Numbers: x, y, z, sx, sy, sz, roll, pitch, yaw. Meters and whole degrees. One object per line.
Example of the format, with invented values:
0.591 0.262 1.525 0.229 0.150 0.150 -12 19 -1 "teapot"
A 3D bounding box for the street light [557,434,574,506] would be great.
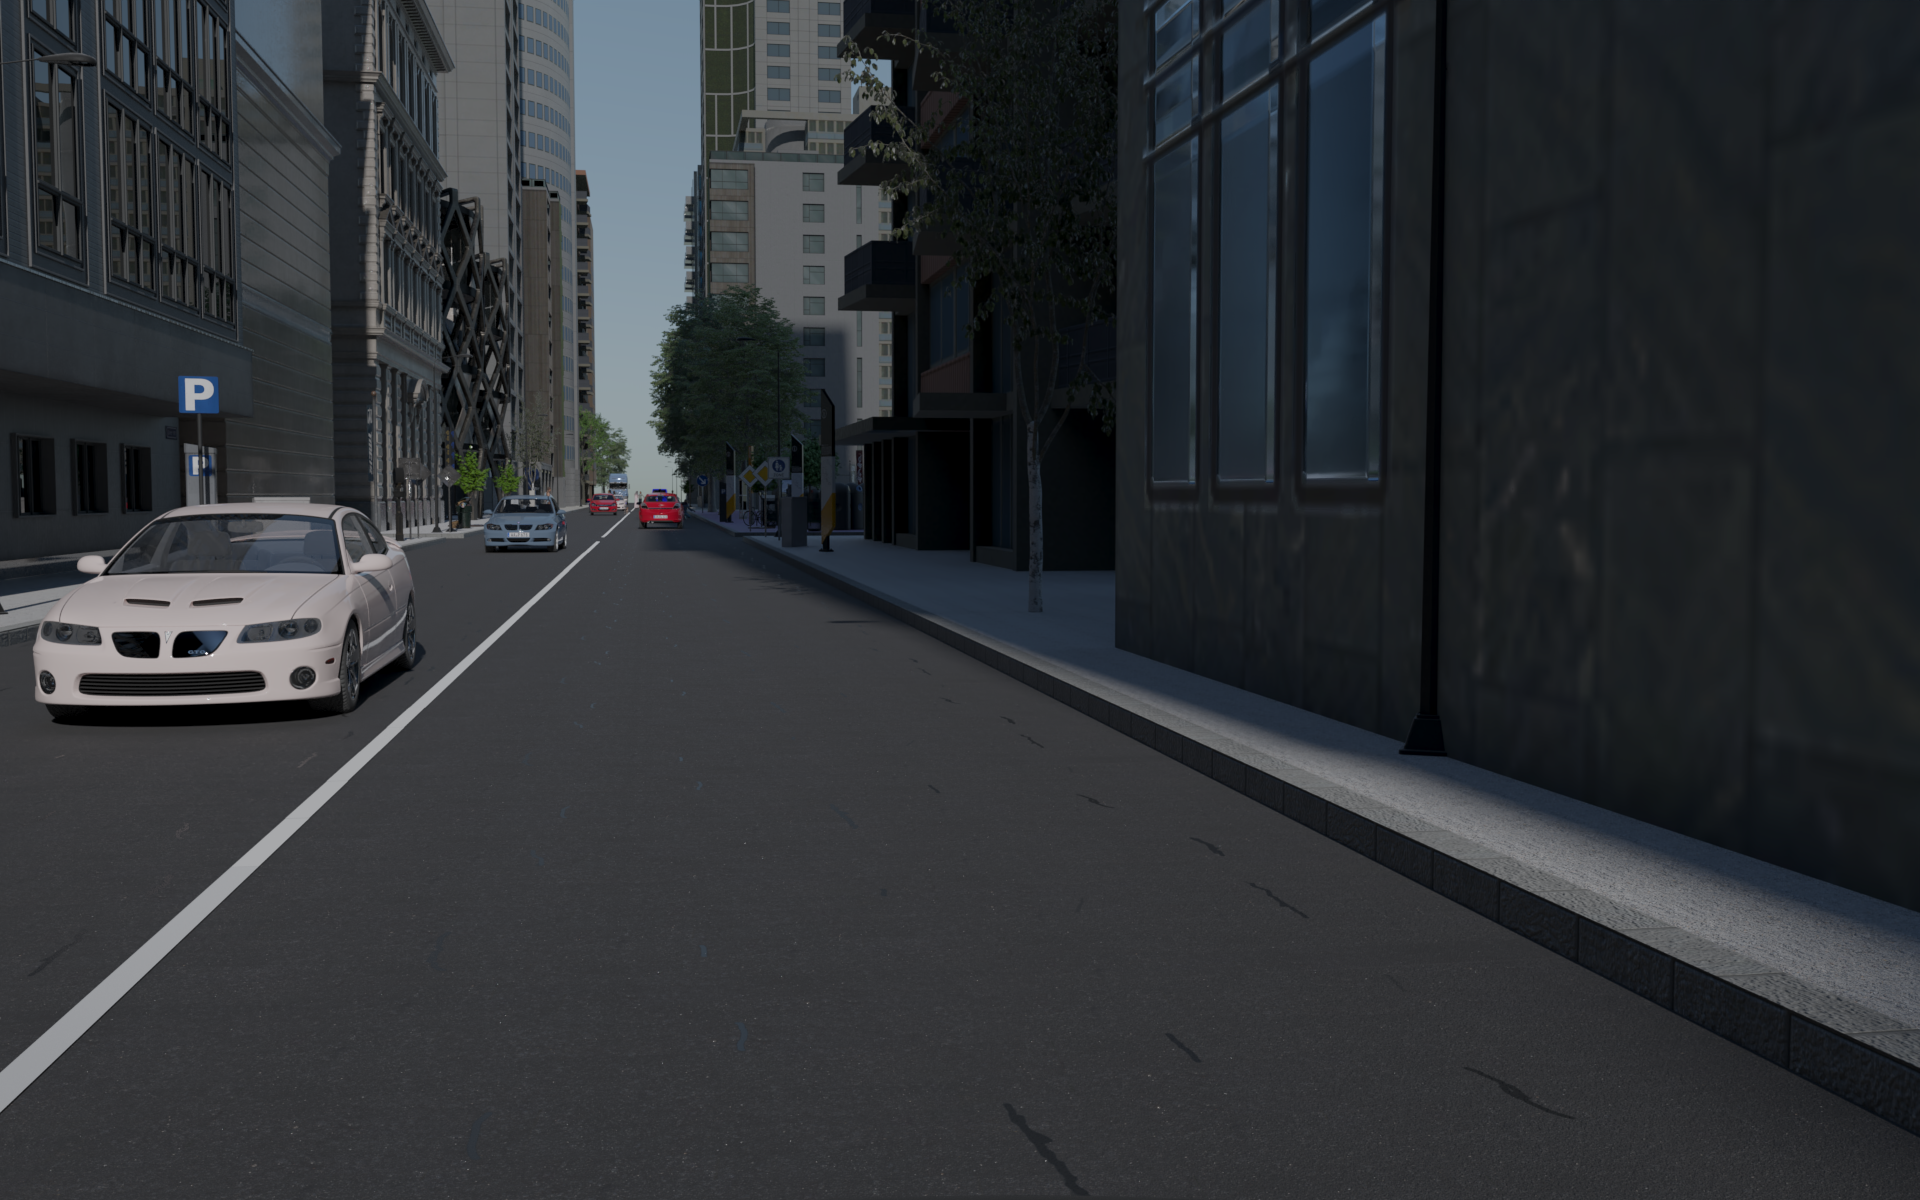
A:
-30.323 -9.804 132.838 1.470 5.913 1.316 -1 4 -10 "street light"

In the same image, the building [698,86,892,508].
-9.391 -29.213 169.508 32.217 40.220 23.993 -1 4 -10 "building"

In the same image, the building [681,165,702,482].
-28.915 -38.767 253.453 23.786 49.044 30.456 -1 4 -10 "building"

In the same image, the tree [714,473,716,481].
-19.478 -11.434 137.312 4.737 8.622 4.395 0 3 0 "tree"

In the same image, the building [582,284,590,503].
-65.190 -38.353 250.767 21.300 48.544 21.600 -1 4 -10 "building"

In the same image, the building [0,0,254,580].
-19.070 -13.952 21.622 14.314 27.812 24.014 -1 4 -10 "building"

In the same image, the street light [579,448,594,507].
-37.971 -12.435 175.859 1.470 5.913 1.316 -1 4 -10 "street light"

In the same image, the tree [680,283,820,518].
-11.293 -10.728 93.531 7.486 12.596 7.792 0 3 0 "tree"

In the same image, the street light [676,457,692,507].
-26.381 -11.810 165.630 1.470 5.913 1.316 -1 4 -10 "street light"

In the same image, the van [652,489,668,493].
-34.974 -12.083 201.936 2.240 2.365 5.245 -1 4 -9 "van"

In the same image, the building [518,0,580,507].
-50.392 -38.808 176.505 21.231 58.520 28.212 -1 4 -10 "building"

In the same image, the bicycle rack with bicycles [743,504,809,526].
-7.284 -3.441 69.640 2.925 0.926 2.852 -1 4 -20 "bicycle rack with bicycles"

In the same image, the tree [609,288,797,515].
-14.559 -12.191 105.970 9.857 13.997 8.962 0 3 0 "tree"

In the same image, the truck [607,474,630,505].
-46.246 -14.970 234.524 2.967 4.110 18.799 -1 4 -11 "truck"

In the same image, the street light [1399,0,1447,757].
1.803 -2.190 8.340 1.470 5.913 1.316 -1 4 -10 "street light"

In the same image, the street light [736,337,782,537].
-5.917 -4.825 51.424 1.470 5.913 1.316 -1 4 -10 "street light"

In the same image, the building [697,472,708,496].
-15.412 -21.462 195.946 27.650 21.520 28.899 -1 4 -10 "building"

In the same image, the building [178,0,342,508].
-25.910 -15.538 39.954 20.117 28.700 13.634 -1 4 -10 "building"

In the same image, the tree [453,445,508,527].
-19.155 -4.492 68.046 1.663 3.219 1.824 0 3 0 "tree"

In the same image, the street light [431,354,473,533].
-16.850 -5.195 57.471 1.470 5.913 1.316 -1 4 -10 "street light"

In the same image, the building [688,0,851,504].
-25.550 -48.271 227.488 20.563 71.187 20.611 -1 4 -10 "building"

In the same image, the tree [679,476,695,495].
-28.523 -11.417 181.264 1.663 3.219 1.824 0 3 0 "tree"

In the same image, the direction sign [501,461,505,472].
-30.876 -7.659 117.225 0.379 3.537 0.876 -2 4 -34 "direction sign"

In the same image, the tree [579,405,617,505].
-43.832 -16.812 200.629 9.928 11.665 9.643 0 3 0 "tree"

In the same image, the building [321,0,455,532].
-25.954 -14.514 66.188 11.050 23.489 19.941 -1 4 -10 "building"

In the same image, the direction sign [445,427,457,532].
-17.302 -4.085 58.792 0.379 3.537 0.876 0 4 2 "direction sign"

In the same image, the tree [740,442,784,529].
-7.492 -4.271 64.439 1.663 3.219 1.824 0 3 0 "tree"

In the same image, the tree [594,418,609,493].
-59.002 -23.233 286.512 9.857 13.997 8.962 0 3 0 "tree"

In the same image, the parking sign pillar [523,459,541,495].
-31.644 -8.533 127.988 1.447 3.967 1.447 3 4 38 "parking sign pillar"

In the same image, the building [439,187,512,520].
-36.268 -14.580 105.843 16.820 18.784 16.811 -1 4 -10 "building"

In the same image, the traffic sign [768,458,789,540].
-4.994 -2.791 47.765 0.606 2.300 0.079 0 4 -3 "traffic sign"

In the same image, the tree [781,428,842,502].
-7.439 -6.252 85.937 4.285 4.588 4.351 0 3 0 "tree"

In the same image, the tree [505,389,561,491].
-29.935 -10.441 121.068 4.360 8.622 3.978 0 3 0 "tree"

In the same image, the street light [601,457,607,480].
-45.165 -14.897 216.106 1.470 5.913 1.316 -1 4 -10 "street light"

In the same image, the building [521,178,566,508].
-43.499 -23.574 157.136 14.160 30.474 14.107 -1 4 -10 "building"

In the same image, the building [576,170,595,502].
-59.503 -34.966 226.311 22.147 44.769 28.867 -1 4 -10 "building"

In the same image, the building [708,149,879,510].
-14.653 -23.107 149.495 14.160 30.474 14.107 -1 4 -10 "building"

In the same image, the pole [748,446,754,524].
-8.856 -4.869 73.453 0.158 3.312 0.155 0 3 0 "pole"

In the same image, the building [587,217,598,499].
-64.025 -37.866 269.223 14.600 45.320 14.200 -1 4 -10 "building"

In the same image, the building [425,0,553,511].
-43.740 -42.813 138.249 20.563 71.187 20.611 -1 4 -10 "building"

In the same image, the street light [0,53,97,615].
-9.798 -2.800 18.322 1.470 5.913 1.316 -1 4 -10 "street light"

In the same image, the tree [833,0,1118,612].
0.794 -4.158 18.345 4.360 8.622 3.978 0 3 0 "tree"

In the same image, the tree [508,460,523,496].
-25.184 -6.261 96.968 1.663 3.219 1.824 0 3 0 "tree"

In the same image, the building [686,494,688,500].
-28.372 -36.066 281.556 32.217 40.220 23.993 -1 4 -10 "building"

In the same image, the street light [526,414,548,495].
-24.616 -7.835 100.645 1.470 5.913 1.316 -1 4 -10 "street light"

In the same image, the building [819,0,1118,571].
8.941 -23.401 37.223 22.147 44.769 28.867 -1 4 -10 "building"
